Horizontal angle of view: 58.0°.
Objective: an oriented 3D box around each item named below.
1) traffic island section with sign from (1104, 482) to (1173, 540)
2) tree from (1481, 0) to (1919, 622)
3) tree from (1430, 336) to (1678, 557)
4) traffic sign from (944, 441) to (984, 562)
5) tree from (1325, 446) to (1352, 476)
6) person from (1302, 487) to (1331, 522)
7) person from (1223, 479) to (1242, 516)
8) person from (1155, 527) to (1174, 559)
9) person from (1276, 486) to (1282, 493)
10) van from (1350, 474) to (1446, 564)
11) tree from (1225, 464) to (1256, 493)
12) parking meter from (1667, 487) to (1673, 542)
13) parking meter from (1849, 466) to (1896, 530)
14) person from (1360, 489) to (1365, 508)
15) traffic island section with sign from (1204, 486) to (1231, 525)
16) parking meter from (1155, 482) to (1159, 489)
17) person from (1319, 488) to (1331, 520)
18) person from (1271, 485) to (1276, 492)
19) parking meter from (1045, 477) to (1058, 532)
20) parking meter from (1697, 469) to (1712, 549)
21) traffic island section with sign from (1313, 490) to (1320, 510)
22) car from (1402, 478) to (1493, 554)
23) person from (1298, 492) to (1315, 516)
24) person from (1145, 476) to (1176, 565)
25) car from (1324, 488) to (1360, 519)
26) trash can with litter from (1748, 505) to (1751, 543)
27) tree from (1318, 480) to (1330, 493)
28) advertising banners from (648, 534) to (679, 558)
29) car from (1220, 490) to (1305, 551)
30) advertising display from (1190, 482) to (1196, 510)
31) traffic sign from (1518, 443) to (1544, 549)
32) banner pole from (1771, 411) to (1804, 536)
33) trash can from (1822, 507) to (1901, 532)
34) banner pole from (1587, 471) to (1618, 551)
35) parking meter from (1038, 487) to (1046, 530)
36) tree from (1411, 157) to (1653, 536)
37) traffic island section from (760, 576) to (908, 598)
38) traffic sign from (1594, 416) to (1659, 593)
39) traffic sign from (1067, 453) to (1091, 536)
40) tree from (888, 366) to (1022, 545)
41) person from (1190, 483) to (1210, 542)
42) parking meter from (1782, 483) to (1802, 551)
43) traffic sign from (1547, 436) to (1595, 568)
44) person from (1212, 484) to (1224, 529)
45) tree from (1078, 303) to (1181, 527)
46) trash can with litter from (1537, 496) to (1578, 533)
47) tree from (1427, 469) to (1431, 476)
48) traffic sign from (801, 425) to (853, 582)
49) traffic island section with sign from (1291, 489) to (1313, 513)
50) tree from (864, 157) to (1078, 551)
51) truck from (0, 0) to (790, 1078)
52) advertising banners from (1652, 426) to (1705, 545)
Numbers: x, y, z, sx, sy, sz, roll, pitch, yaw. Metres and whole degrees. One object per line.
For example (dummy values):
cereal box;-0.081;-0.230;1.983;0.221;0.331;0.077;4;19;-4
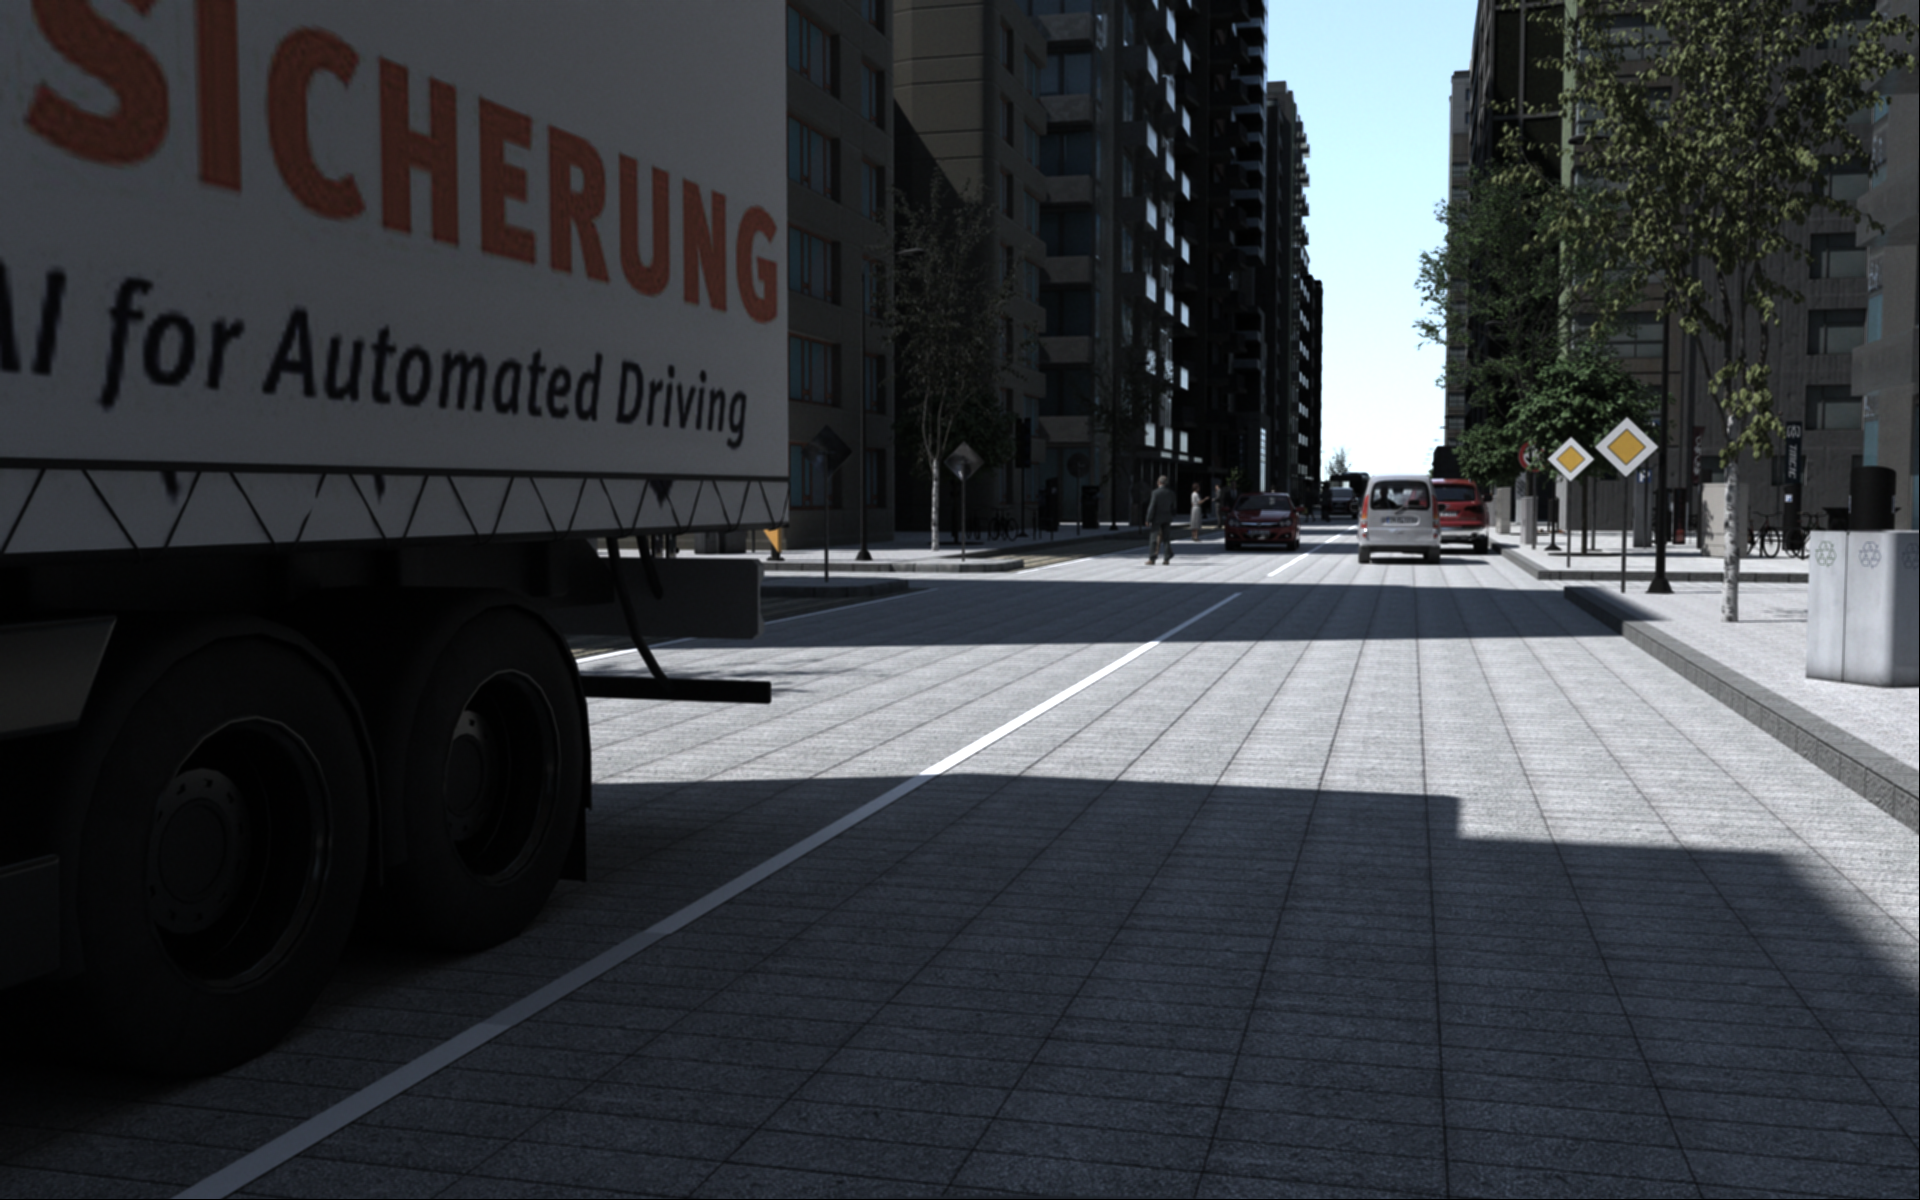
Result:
traffic island section with sign;5.691;-2.816;54.669;1.989;1.847;2.006;1;4;15
tree;7.493;-4.083;17.112;4.737;8.622;4.395;0;3;0
tree;13.026;-3.210;36.203;4.285;4.588;4.351;0;3;0
traffic sign;0.068;-1.789;32.888;0.795;2.450;0.064;1;4;15
tree;56.530;-18.858;258.693;4.737;8.622;4.395;0;3;0
person;18.150;-4.865;88.260;1.509;1.804;0.699;0;4;-1
person;7.710;-2.465;48.576;0.659;1.850;0.755;0;4;5
person;4.478;-1.549;38.104;0.640;1.303;0.475;-3;5;-39
person;11.326;-3.162;61.042;0.643;1.720;0.563;3;4;38
van;9.353;-1.832;36.967;2.013;2.044;4.112;1;4;13
tree;18.962;-7.392;115.462;1.663;3.219;1.824;0;3;0
parking meter;18.893;-2.325;46.420;0.372;1.533;0.369;0;3;0
parking meter;8.335;-0.455;15.850;0.372;1.533;0.369;0;3;0
person;21.202;-4.961;90.610;0.512;1.701;0.522;1;4;18
traffic island section with sign;12.469;-4.412;80.761;1.989;1.847;2.006;1;4;15
parking meter;8.336;-4.074;72.317;0.255;1.863;0.399;3;4;36
person;19.991;-5.260;94.892;0.661;1.777;0.834;1;4;10
person;13.516;-4.019;74.389;0.511;1.800;0.466;3;5;42
parking meter;3.132;-3.266;59.110;0.399;1.863;0.255;-2;4;-27
parking meter;17.425;-2.130;40.543;0.255;1.863;0.399;1;4;16
traffic island section with sign;31.934;-8.998;155.741;1.989;1.847;2.006;1;4;15
car;12.077;-2.106;43.112;2.281;1.827;5.304;1;4;16
person;22.921;-6.478;114.425;0.705;1.824;1.348;-3;5;-44
person;4.041;-1.619;35.146;0.661;1.801;0.590;-2;4;-24
car;22.133;-5.640;100.889;2.281;1.827;5.304;1;4;13
trash can with litter;20.731;-2.105;45.811;0.624;1.170;1.055;0;4;2
tree;48.443;-14.307;228.523;1.663;3.219;1.824;0;3;0
advertising banners;-4.044;-1.648;23.129;0.090;3.025;2.074;0;4;4
car;7.913;-2.209;45.149;2.155;1.783;4.494;1;4;13
advertising display;12.273;-5.264;91.288;0.123;1.923;0.974;0;4;-2
traffic sign;13.332;-2.450;40.158;0.768;2.556;0.104;1;4;19
banner pole;25.061;-3.821;52.488;0.863;3.779;0.401;1;4;9
trash can;9.513;-0.408;18.320;0.748;1.137;0.748;0;3;0
banner pole;14.481;-2.995;38.992;0.863;3.779;0.401;-1;4;-19
parking meter;2.966;-3.245;61.470;0.372;1.533;0.369;0;3;0
tree;17.706;-7.839;53.928;9.928;11.665;9.643;0;3;0
traffic island section;-1.964;-0.180;25.226;2.009;0.180;2.903;1;4;15
traffic sign;8.601;-1.148;22.410;0.795;2.450;0.064;1;4;15
traffic sign;3.658;-3.265;53.496;0.768;2.556;0.104;1;4;19
tree;-0.135;-3.714;44.435;4.285;4.588;4.351;0;3;0
person;7.199;-2.635;52.146;0.524;1.755;0.480;-1;4;-16
parking meter;18.967;-1.901;39.490;0.372;1.533;0.369;0;3;0
traffic sign;10.608;-1.621;30.140;0.795;2.450;0.064;1;4;15
person;10.656;-3.875;71.658;0.447;1.846;0.655;1;4;18
tree;6.388;-7.116;66.704;4.360;8.622;3.978;0;3;0
trash can with litter;19.497;-2.828;57.298;1.678;1.210;2.233;-1;4;-15
tree;21.861;-5.360;71.355;4.285;4.588;4.351;0;3;0
traffic sign;-1.940;-1.316;25.159;0.795;2.450;0.064;1;4;15
traffic island section with sign;25.169;-7.402;129.645;1.989;1.847;2.006;1;4;15
tree;-0.368;-5.423;39.036;4.360;8.622;3.978;0;3;0
truck;-3.465;-0.835;2.559;2.839;4.237;11.283;1;4;16
advertising banners;18.400;-2.942;44.288;2.074;3.025;0.090;-2;4;-33
